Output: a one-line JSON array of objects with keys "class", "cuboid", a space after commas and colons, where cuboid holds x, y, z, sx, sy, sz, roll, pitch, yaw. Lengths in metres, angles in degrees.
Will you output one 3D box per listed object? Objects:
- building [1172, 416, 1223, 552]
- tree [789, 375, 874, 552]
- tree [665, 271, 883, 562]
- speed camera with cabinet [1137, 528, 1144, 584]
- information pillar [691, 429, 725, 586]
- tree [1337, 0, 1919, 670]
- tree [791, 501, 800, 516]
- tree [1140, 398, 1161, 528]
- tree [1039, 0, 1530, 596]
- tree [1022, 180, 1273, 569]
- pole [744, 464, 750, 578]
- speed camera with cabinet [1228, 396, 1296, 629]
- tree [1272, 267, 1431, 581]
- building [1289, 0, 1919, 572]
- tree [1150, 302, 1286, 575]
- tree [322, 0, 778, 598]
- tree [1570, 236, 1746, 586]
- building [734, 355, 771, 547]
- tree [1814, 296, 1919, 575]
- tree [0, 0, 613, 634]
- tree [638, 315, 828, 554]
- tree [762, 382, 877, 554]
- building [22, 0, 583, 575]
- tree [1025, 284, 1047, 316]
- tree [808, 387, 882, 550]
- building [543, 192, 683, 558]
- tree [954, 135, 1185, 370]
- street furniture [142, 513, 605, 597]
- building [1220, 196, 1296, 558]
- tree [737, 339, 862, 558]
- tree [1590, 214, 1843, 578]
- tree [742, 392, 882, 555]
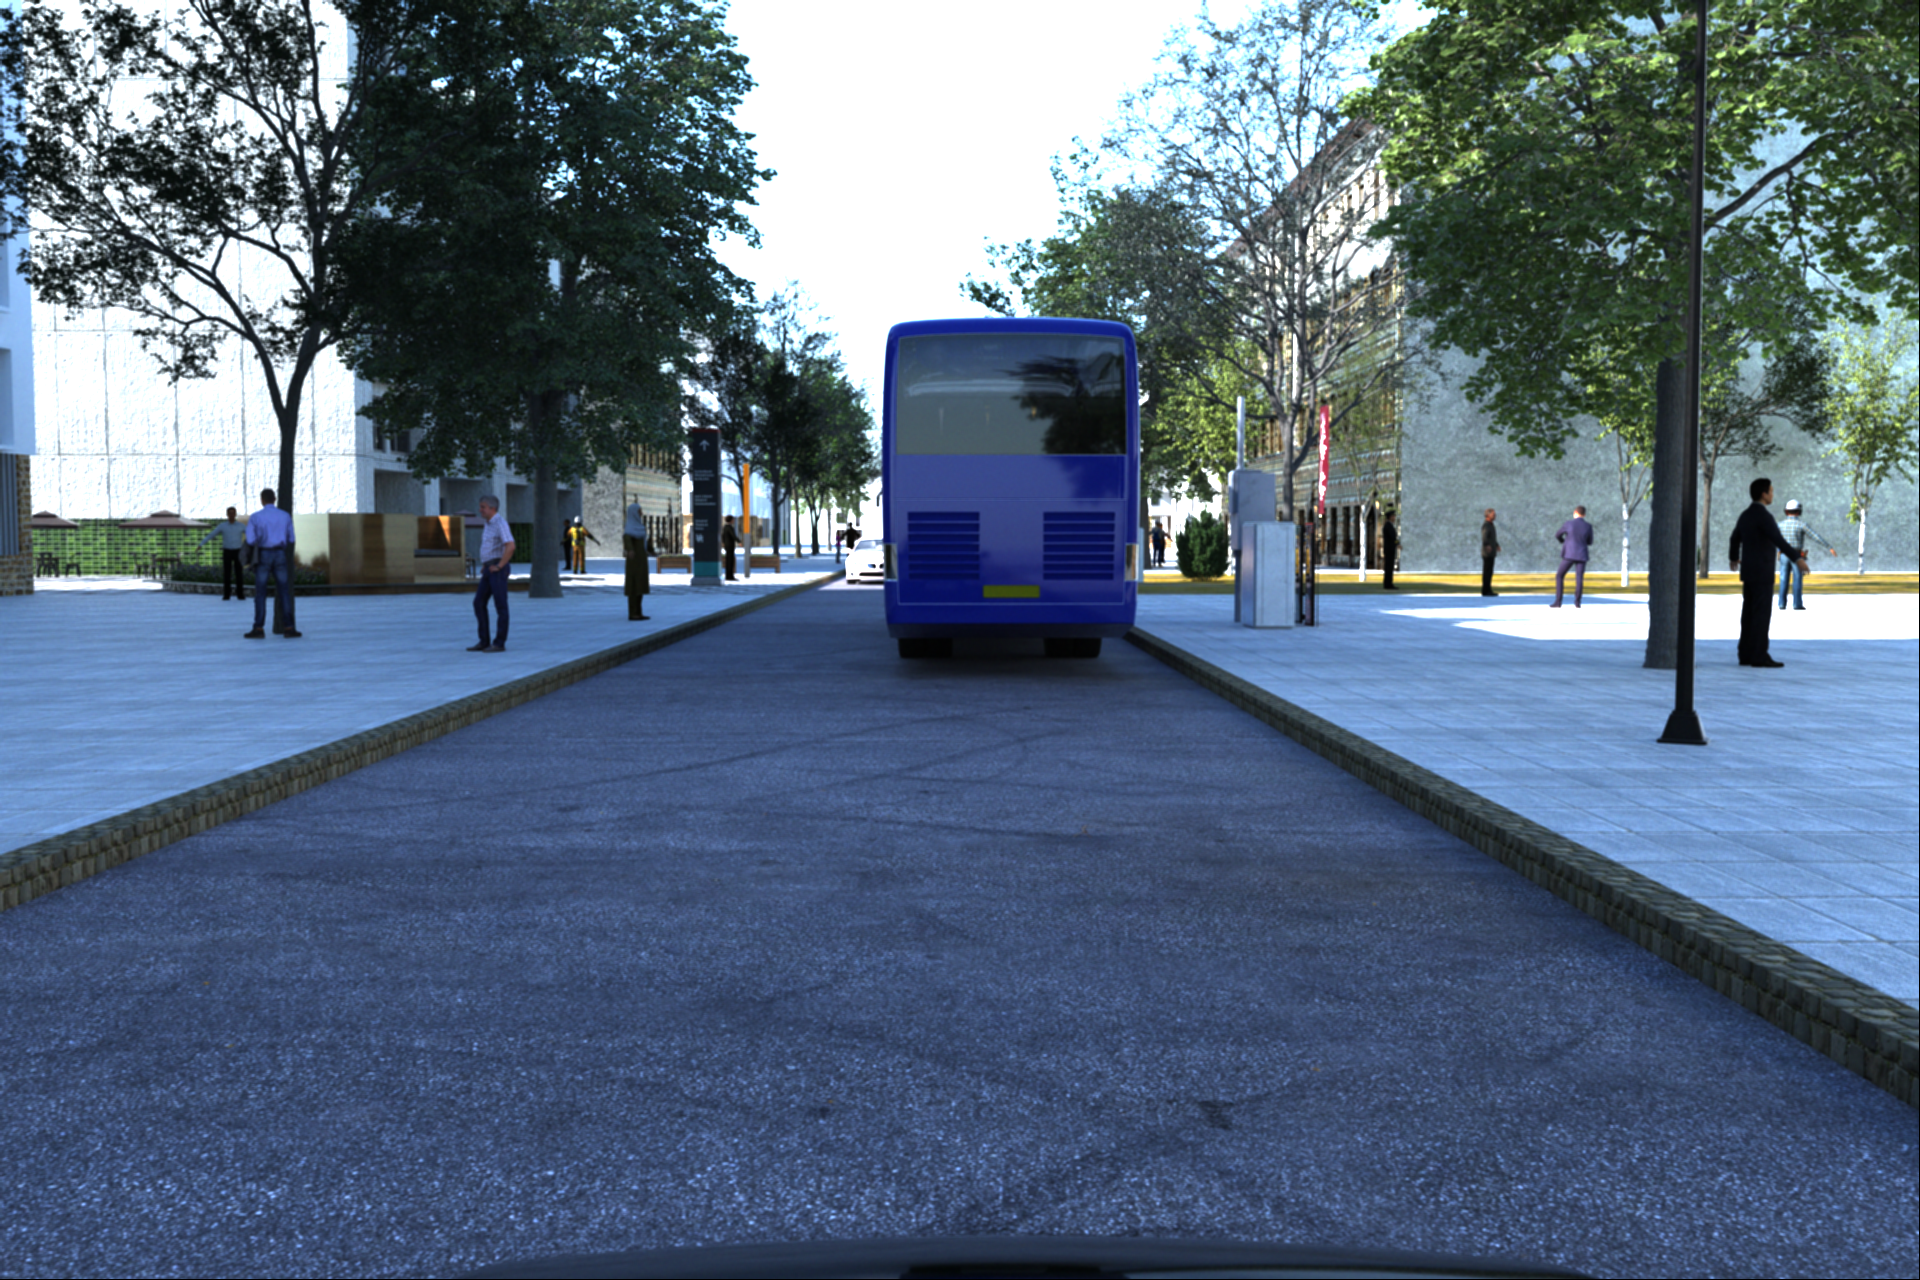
[{"class": "building", "cuboid": [20.272, -10.559, 114.784, 9.099, 9.664, 28.070, 0, 4, 0]}, {"class": "tree", "cuboid": [-9.777, -12.590, 123.965, 7.486, 12.596, 7.792, 0, 3, 0]}, {"class": "tree", "cuboid": [-8.420, -10.386, 80.186, 12.009, 13.543, 11.850, 0, 3, 0]}, {"class": "speed camera with cabinet", "cuboid": [4.461, -3.137, 45.633, 0.660, 3.252, 2.038, 0, 4, 0]}, {"class": "information pillar", "cuboid": [-6.256, -3.273, 42.891, 0.750, 3.857, 0.750, 0, 4, 0]}, {"class": "tree", "cuboid": [6.859, -5.974, 15.803, 7.486, 12.596, 7.792, 0, 3, 0]}, {"class": "tree", "cuboid": [-23.669, -17.367, 234.319, 4.737, 8.622, 4.395, 0, 3, 0]}, {"class": "tree", "cuboid": [6.854, -7.569, 74.109, 4.360, 8.622, 3.978, 0, 3, 0]}, {"class": "tree", "cuboid": [6.955, -7.687, 36.061, 12.009, 13.543, 11.850, 0, 3, 0]}, {"class": "tree", "cuboid": [6.779, -9.554, 62.867, 9.857, 13.997, 8.962, 0, 3, 0]}, {"class": "pole", "cuboid": [-6.189, -3.453, 50.294, 0.158, 3.312, 0.155, 0, 3, 0]}, {"class": "speed camera with cabinet", "cuboid": [4.242, -1.834, 24.325, 0.660, 3.252, 2.038, 0, 4, -1]}, {"class": "tree", "cuboid": [11.240, -5.931, 47.327, 4.360, 8.622, 3.978, 0, 3, 0]}, {"class": "building", "cuboid": [23.894, -14.409, 66.510, 19.493, 23.208, 18.063, 0, 3, 0]}, {"class": "tree", "cuboid": [8.214, -6.309, 53.521, 4.737, 8.622, 4.395, 0, 3, 0]}, {"class": "tree", "cuboid": [-8.516, -7.838, 34.809, 9.857, 13.997, 8.962, 0, 3, 0]}, {"class": "tree", "cuboid": [16.550, -5.625, 42.330, 4.737, 8.622, 4.395, 0, 3, 0]}, {"class": "building", "cuboid": [-25.185, -19.297, 171.927, 16.016, 20.090, 11.380, 0, 4, 1]}, {"class": "tree", "cuboid": [28.822, -6.381, 54.685, 4.737, 8.622, 4.395, 0, 3, 0]}, {"class": "tree", "cuboid": [-8.652, -5.335, 21.634, 8.767, 10.594, 7.601, -1, 4, -12]}, {"class": "tree", "cuboid": [-8.605, -8.204, 68.545, 7.601, 10.594, 8.767, 2, 4, 33]}, {"class": "tree", "cuboid": [-9.366, -11.515, 114.018, 9.928, 11.665, 9.643, 0, 3, 0]}, {"class": "building", "cuboid": [-26.941, -12.378, 68.830, 16.747, 18.905, 31.486, 0, 4, 0]}, {"class": "tree", "cuboid": [5.610, -16.794, 130.472, 12.611, 20.169, 13.585, 0, 3, 0]}, {"class": "tree", "cuboid": [-9.186, -14.024, 139.656, 12.009, 13.543, 11.850, 0, 3, 0]}, {"class": "building", "cuboid": [-26.991, -16.490, 100.542, 19.493, 23.208, 18.063, 0, 4, 0]}, {"class": "tree", "cuboid": [5.449, -14.036, 85.383, 12.611, 20.169, 13.585, 0, 3, 0]}, {"class": "street furniture", "cuboid": [-14.956, -2.027, 40.002, 11.010, 1.723, 9.812, -3, 5, -43]}, {"class": "building", "cuboid": [23.836, -15.637, 86.598, 19.493, 23.208, 18.063, 0, 4, -1]}, {"class": "tree", "cuboid": [-8.822, -10.199, 92.505, 9.928, 11.665, 9.643, 0, 3, 0]}, {"class": "tree", "cuboid": [21.955, -7.075, 50.092, 7.601, 10.594, 8.767, -1, 4, -13]}, {"class": "tree", "cuboid": [-8.892, -10.426, 104.879, 8.767, 10.594, 7.601, -1, 4, -14]}]
